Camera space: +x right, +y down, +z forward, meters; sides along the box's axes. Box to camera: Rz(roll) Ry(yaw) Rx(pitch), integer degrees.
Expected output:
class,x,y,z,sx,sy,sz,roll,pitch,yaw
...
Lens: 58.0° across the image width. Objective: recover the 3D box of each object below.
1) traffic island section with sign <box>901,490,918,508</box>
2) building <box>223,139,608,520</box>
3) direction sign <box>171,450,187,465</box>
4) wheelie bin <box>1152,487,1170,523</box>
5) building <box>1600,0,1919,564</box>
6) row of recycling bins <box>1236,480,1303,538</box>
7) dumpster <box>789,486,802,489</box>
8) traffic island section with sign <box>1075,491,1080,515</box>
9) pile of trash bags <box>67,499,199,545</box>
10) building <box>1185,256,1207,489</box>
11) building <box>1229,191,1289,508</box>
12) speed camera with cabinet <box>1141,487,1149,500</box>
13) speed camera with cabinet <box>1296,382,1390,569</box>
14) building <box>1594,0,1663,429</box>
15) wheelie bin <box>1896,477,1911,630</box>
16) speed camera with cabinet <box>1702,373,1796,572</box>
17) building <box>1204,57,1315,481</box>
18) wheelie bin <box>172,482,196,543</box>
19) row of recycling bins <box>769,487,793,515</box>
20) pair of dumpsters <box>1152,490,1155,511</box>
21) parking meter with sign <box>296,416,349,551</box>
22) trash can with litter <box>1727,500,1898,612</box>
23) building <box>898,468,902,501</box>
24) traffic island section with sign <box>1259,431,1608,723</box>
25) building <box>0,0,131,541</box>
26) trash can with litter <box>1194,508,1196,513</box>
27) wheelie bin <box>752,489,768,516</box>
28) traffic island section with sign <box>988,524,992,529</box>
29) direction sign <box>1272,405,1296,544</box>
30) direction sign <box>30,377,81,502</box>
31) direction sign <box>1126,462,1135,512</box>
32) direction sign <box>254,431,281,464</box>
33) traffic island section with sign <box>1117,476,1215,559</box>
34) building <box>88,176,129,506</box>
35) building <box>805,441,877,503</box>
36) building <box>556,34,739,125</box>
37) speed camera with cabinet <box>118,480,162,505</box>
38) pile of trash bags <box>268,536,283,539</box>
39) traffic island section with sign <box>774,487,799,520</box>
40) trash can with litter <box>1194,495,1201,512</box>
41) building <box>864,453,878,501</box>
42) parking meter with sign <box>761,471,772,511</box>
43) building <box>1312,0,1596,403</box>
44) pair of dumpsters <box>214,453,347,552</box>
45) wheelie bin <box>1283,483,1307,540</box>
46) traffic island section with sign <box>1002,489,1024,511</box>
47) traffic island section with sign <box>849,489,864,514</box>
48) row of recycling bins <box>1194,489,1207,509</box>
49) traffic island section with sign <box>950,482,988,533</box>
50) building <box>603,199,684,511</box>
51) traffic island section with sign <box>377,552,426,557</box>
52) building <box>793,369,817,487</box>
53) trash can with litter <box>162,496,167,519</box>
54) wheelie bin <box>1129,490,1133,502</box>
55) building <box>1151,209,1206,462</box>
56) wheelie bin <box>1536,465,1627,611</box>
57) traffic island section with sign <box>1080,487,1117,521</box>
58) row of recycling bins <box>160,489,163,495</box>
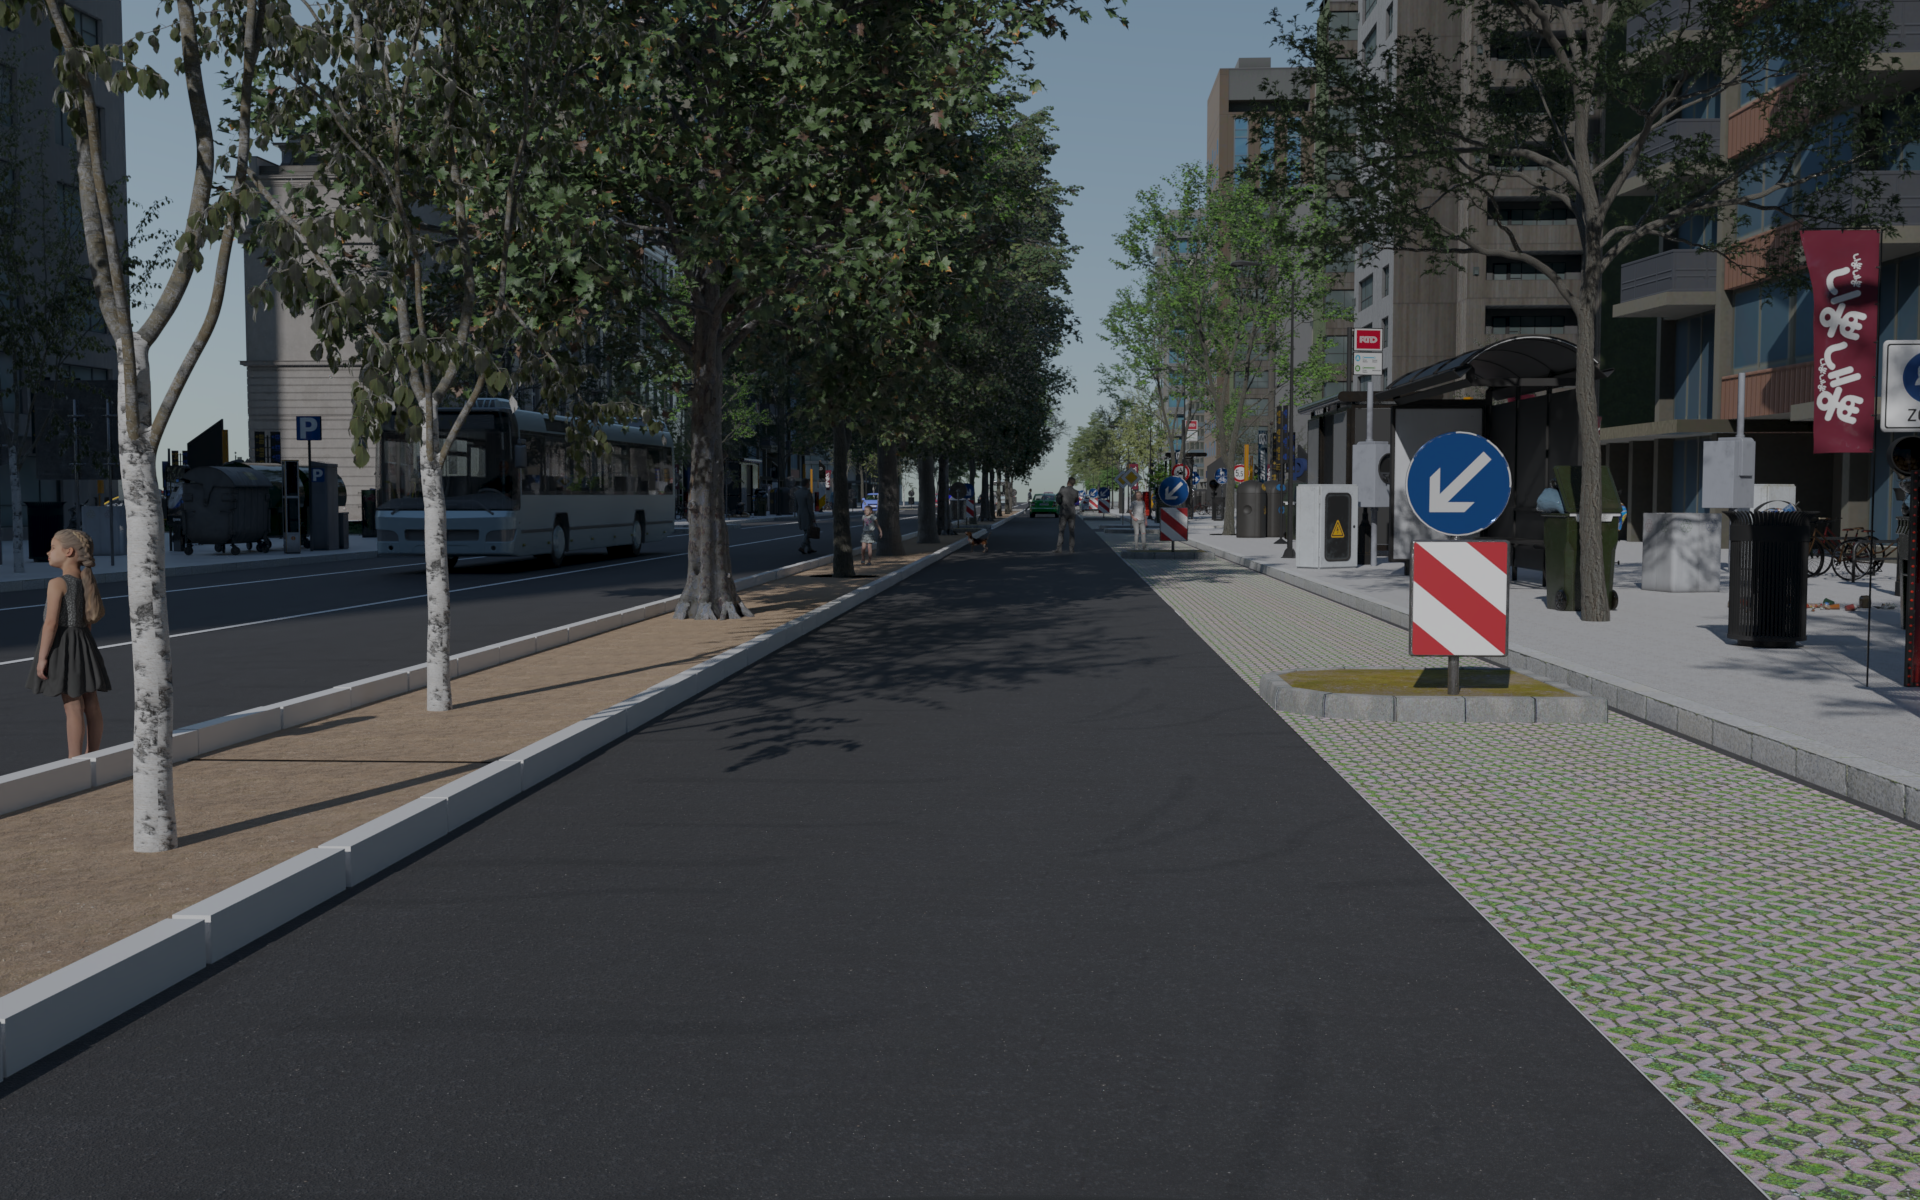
class,x,y,z,sx,sy,sz,roll,pitch,yaw
traffic island section with sign,-4.797,-10.013,172.342,1.989,1.847,2.006,0,4,3
building,-28.661,-15.566,96.298,13.314,21.916,24.055,0,4,3
direction sign,-40.431,-5.989,89.911,0.876,3.537,0.379,0,4,-6
wheelie bin,8.940,-4.179,76.232,0.980,1.594,0.693,0,4,-1
building,27.099,-23.336,36.172,22.147,44.769,28.867,0,4,3
row of recycling bins,9.637,-2.716,51.517,3.534,1.692,1.069,-2,4,-33
dumpster,-11.542,-7.114,122.077,1.264,1.857,1.865,0,4,3
traffic island section with sign,9.181,-6.867,120.899,1.989,1.847,2.006,0,4,3
pile of trash bags,-20.441,-2.031,42.959,3.447,1.369,1.912,0,4,-8
building,46.757,-34.859,261.828,32.217,40.220,23.993,0,4,3
building,32.636,-24.082,165.447,14.160,30.474,14.107,0,4,3
speed camera with cabinet,15.222,-8.955,140.749,0.660,3.252,2.038,-3,4,-38
speed camera with cabinet,6.775,-2.188,30.114,2.038,3.252,0.660,-2,4,-34
building,27.925,-19.274,86.830,14.107,30.474,14.160,0,4,3
wheelie bin,9.109,-0.502,16.116,0.693,1.594,0.980,1,4,16
speed camera with cabinet,13.188,-2.115,28.920,2.038,3.252,0.660,-3,4,-37
building,32.955,-32.356,179.125,14.600,45.320,14.200,0,4,3
wheelie bin,-20.161,-2.281,45.209,0.980,1.594,0.693,2,4,23
row of recycling bins,-11.078,-6.153,107.716,1.069,1.692,3.534,-1,4,-18
pair of dumpsters,14.920,-7.735,128.963,1.574,2.255,4.437,0,4,3
parking meter with sign,-14.492,-2.646,39.520,0.543,3.016,1.738,0,4,2
trash can with litter,9.530,-0.505,19.308,2.233,1.210,1.678,0,4,-5
building,-17.646,-32.292,299.670,14.160,30.474,14.107,0,4,3
traffic island section with sign,3.093,-0.191,11.755,1.989,1.847,2.006,0,4,3
building,-31.948,-22.244,47.280,14.086,41.232,14.154,0,4,3
trash can with litter,15.861,-6.649,120.100,0.624,1.170,1.055,3,5,43
wheelie bin,-11.592,-5.687,100.885,0.980,1.594,0.693,-2,4,-31
traffic island section with sign,0.315,-3.895,71.812,2.006,1.907,1.989,0,4,3
direction sign,8.257,-3.208,44.450,0.379,3.537,0.876,0,4,-7
direction sign,-17.509,-2.546,33.626,0.876,3.537,0.379,-2,4,-35
direction sign,12.860,-8.452,130.180,0.876,3.537,0.379,3,4,38
direction sign,-25.019,-4.322,62.668,0.876,3.537,0.379,-1,4,-20
traffic island section with sign,4.609,-1.837,38.667,1.989,1.847,2.006,0,4,3
building,-54.505,-14.744,90.211,18.267,20.994,9.793,0,4,3
building,-27.034,-40.812,256.522,28.713,52.752,27.495,0,4,3
building,-29.229,-31.083,162.830,22.147,44.769,28.867,0,4,3
speed camera with cabinet,-28.566,-4.035,60.311,2.038,3.252,0.660,3,5,39
pile of trash bags,-20.386,-2.497,50.572,1.912,1.369,3.447,-2,4,-33
traffic island section with sign,-9.096,-5.301,95.304,1.989,1.847,2.006,0,4,3
trash can with litter,16.854,-6.968,124.990,1.678,1.210,2.233,0,4,-1
building,-22.622,-40.204,281.042,21.300,48.544,21.600,0,4,3
parking meter with sign,-14.488,-8.145,129.431,1.738,3.016,0.543,3,4,36
building,27.637,-20.207,102.078,14.160,30.474,14.107,0,4,3
pair of dumpsters,-15.796,-2.297,40.048,1.574,2.255,4.437,0,4,3
wheelie bin,9.496,-2.489,48.603,0.693,1.594,0.980,-2,4,-29
traffic island section with sign,4.489,-8.483,146.835,2.006,1.907,1.989,0,4,3
traffic island section with sign,-7.572,-6.967,122.532,1.989,1.847,2.006,0,4,3
row of recycling bins,19.497,-8.069,139.042,1.069,1.692,3.534,-1,4,-17
traffic island section with sign,-0.107,-3.442,64.417,2.006,1.907,1.989,0,4,3
building,-27.482,-19.812,121.190,12.463,27.353,25.104,0,4,3
traffic island section with sign,-12.175,-1.926,40.114,1.989,1.847,2.006,0,4,3
building,-27.986,-32.853,191.768,22.147,44.769,28.867,0,4,3
trash can with litter,-45.977,-5.353,98.583,1.678,1.210,2.233,-2,4,-30
wheelie bin,14.379,-8.284,143.349,0.693,1.594,0.980,-2,4,-35
building,43.479,-40.939,288.956,23.786,49.044,30.456,0,4,3
wheelie bin,6.826,-0.688,19.153,0.980,1.594,0.693,0,4,-7
traffic island section with sign,7.673,-5.212,93.841,1.989,1.847,2.006,0,4,3
row of recycling bins,-63.918,-7.968,137.395,1.069,1.692,3.534,1,4,21
